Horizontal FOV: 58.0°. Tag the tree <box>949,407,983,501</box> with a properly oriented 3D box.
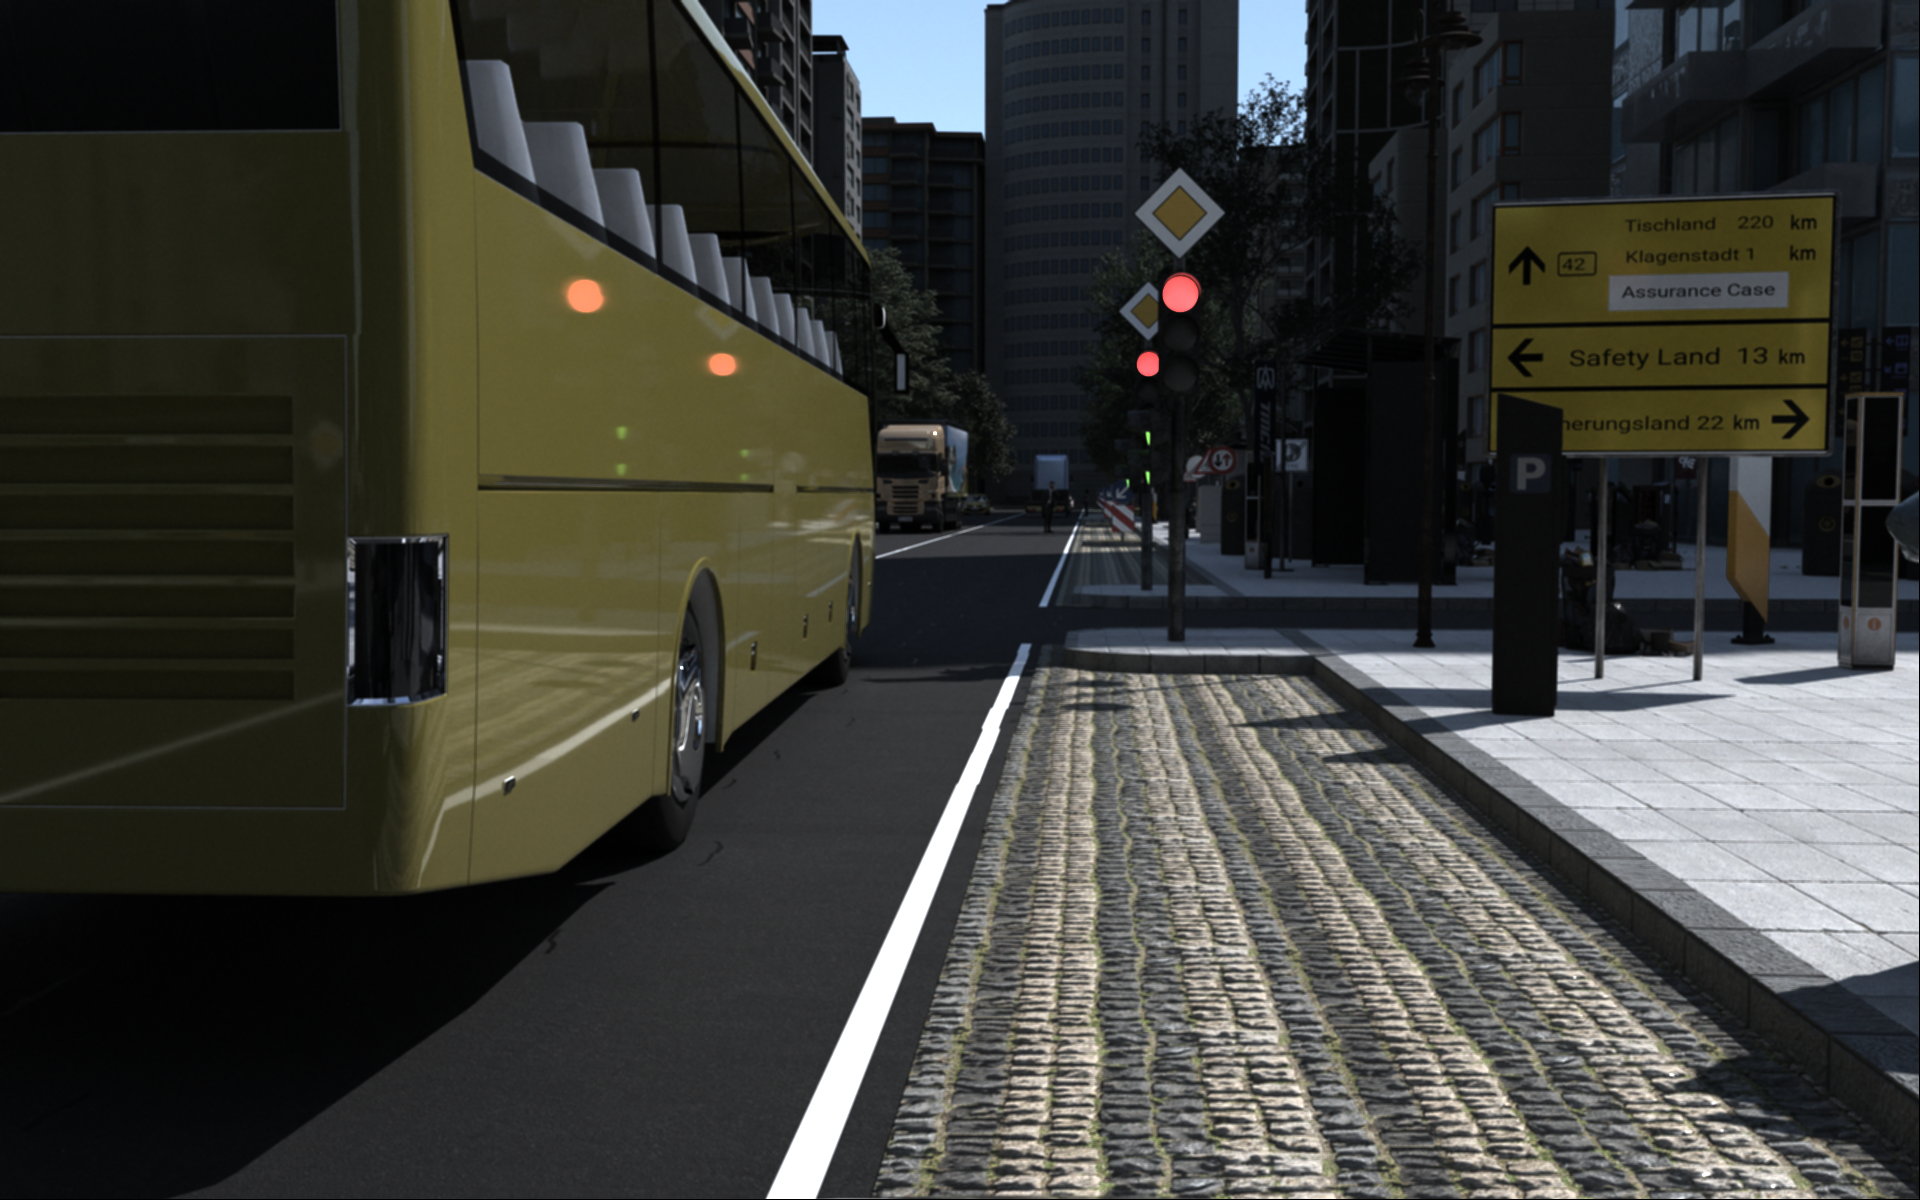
[{"bbox_3d":[-0.295,-11.987,146.351,4.737,8.622,4.395,0,3,0],"label":"tree"}]

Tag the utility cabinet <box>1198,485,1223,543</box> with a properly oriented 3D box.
[{"bbox_3d":[6.804,-2.202,44.684,1.173,1.500,0.318,2,4,35],"label":"utility cabinet"}]

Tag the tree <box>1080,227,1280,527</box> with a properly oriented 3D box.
[{"bbox_3d":[8.381,-8.607,66.481,9.928,11.665,9.643,0,3,0],"label":"tree"}]

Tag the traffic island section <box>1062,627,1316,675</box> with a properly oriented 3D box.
[{"bbox_3d":[1.912,0.436,15.145,2.009,0.180,2.903,0,4,4],"label":"traffic island section"}]

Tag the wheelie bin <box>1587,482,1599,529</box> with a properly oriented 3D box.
[{"bbox_3d":[16.490,-2.228,44.344,0.980,1.594,0.693,-2,4,-33],"label":"wheelie bin"}]

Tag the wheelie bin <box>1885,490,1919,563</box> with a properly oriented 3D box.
[{"bbox_3d":[2.979,0.204,4.573,0.980,1.594,0.693,1,4,22],"label":"wheelie bin"}]

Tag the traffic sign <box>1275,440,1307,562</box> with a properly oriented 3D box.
[{"bbox_3d":[6.196,-1.855,32.455,0.606,2.300,0.079,1,4,11],"label":"traffic sign"}]

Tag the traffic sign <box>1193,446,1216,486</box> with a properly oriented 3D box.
[{"bbox_3d":[6.742,-2.860,46.773,0.884,2.594,0.081,0,4,7],"label":"traffic sign"}]

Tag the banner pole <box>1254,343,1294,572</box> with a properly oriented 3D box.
[{"bbox_3d":[5.161,-2.360,28.611,0.863,3.779,0.401,-2,4,-30],"label":"banner pole"}]

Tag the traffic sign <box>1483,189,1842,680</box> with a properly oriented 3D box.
[{"bbox_3d":[4.767,-1.102,11.891,2.265,3.308,0.079,1,4,11],"label":"traffic sign"}]

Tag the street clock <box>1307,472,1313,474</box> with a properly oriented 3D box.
[{"bbox_3d":[11.457,-3.167,56.353,0.471,2.002,0.358,1,4,16],"label":"street clock"}]

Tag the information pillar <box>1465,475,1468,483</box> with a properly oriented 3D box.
[{"bbox_3d":[18.998,-3.730,65.484,0.304,2.012,0.304,2,4,35],"label":"information pillar"}]

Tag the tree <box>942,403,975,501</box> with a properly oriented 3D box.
[{"bbox_3d":[-0.565,-11.220,133.813,4.360,8.622,3.978,0,3,0],"label":"tree"}]

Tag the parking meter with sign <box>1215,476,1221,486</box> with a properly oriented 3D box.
[{"bbox_3d":[11.471,-4.833,75.282,1.738,3.016,0.543,-1,4,-15],"label":"parking meter with sign"}]

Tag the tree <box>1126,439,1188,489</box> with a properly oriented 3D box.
[{"bbox_3d":[13.741,-10.926,128.999,4.737,8.622,4.395,0,3,0],"label":"tree"}]

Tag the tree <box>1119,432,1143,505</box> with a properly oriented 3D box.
[{"bbox_3d":[15.638,-12.645,157.100,4.360,8.622,3.978,0,3,0],"label":"tree"}]

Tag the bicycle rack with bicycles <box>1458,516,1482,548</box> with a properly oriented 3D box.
[{"bbox_3d":[10.769,-1.673,40.732,2.925,0.926,2.852,0,4,6],"label":"bicycle rack with bicycles"}]

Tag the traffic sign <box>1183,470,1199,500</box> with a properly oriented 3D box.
[{"bbox_3d":[10.193,-4.723,77.219,0.884,2.594,0.081,0,4,7],"label":"traffic sign"}]

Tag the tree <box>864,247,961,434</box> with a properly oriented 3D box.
[{"bbox_3d":[-3.857,-9.863,79.392,7.486,12.596,7.792,0,3,0],"label":"tree"}]

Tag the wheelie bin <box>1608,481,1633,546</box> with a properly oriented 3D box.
[{"bbox_3d":[16.246,-2.123,42.619,0.693,1.594,0.980,2,4,26],"label":"wheelie bin"}]

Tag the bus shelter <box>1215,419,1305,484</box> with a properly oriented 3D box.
[{"bbox_3d":[8.451,-3.384,49.249,2.014,3.302,5.546,0,4,4],"label":"bus shelter"}]

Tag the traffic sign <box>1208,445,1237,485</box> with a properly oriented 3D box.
[{"bbox_3d":[6.894,-2.778,45.532,0.768,2.556,0.104,1,4,12],"label":"traffic sign"}]

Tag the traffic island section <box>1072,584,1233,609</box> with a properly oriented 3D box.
[{"bbox_3d":[2.510,-0.051,23.107,2.009,0.180,2.903,0,4,4],"label":"traffic island section"}]

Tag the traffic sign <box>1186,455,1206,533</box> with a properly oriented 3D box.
[{"bbox_3d":[7.803,-3.479,56.988,0.768,2.556,0.104,1,4,13],"label":"traffic sign"}]

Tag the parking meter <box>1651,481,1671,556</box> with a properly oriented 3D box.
[{"bbox_3d":[13.551,-1.538,33.554,0.372,1.533,0.369,0,3,0],"label":"parking meter"}]

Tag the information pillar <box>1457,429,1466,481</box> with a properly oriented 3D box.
[{"bbox_3d":[17.945,-4.339,62.290,0.504,3.616,0.183,3,5,39],"label":"information pillar"}]

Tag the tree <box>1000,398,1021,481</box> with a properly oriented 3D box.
[{"bbox_3d":[0.895,-14.693,157.240,9.611,12.733,9.660,0,3,0],"label":"tree"}]

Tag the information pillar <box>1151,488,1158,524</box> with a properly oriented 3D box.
[{"bbox_3d":[8.293,-5.071,74.258,0.183,3.616,0.504,-2,4,-24],"label":"information pillar"}]

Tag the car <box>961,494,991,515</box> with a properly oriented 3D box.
[{"bbox_3d":[1.132,-6.558,117.449,2.015,1.641,3.980,0,4,4],"label":"car"}]

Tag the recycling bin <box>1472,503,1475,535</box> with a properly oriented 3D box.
[{"bbox_3d":[14.118,-2.243,49.223,0.722,1.027,0.722,-1,4,-17],"label":"recycling bin"}]

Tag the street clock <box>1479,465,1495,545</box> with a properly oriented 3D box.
[{"bbox_3d":[13.253,-2.385,43.572,0.358,2.002,0.471,3,5,40],"label":"street clock"}]

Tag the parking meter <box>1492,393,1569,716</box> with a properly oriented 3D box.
[{"bbox_3d":[3.323,-0.268,10.090,0.399,1.863,0.255,1,4,16],"label":"parking meter"}]

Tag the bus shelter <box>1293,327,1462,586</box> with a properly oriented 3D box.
[{"bbox_3d":[6.465,-2.209,27.396,1.731,3.624,6.357,0,4,4],"label":"bus shelter"}]

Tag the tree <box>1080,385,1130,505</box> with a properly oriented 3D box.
[{"bbox_3d":[13.934,-13.879,145.051,7.486,12.596,7.792,0,3,0],"label":"tree"}]

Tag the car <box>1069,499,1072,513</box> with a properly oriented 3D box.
[{"bbox_3d":[7.416,-7.352,129.988,2.009,1.686,4.222,0,4,6],"label":"car"}]

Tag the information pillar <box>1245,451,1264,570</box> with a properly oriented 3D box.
[{"bbox_3d":[5.052,-1.526,29.435,0.304,2.012,0.304,3,5,44],"label":"information pillar"}]

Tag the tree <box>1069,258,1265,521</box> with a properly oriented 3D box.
[{"bbox_3d":[9.843,-10.163,83.177,9.611,12.733,9.660,0,3,0],"label":"tree"}]

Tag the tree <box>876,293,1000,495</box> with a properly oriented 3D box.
[{"bbox_3d":[-3.685,-11.037,97.461,9.611,12.733,9.660,0,3,0],"label":"tree"}]

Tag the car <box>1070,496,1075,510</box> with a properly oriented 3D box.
[{"bbox_3d":[9.339,-8.832,156.764,2.083,1.381,4.827,0,4,5],"label":"car"}]
